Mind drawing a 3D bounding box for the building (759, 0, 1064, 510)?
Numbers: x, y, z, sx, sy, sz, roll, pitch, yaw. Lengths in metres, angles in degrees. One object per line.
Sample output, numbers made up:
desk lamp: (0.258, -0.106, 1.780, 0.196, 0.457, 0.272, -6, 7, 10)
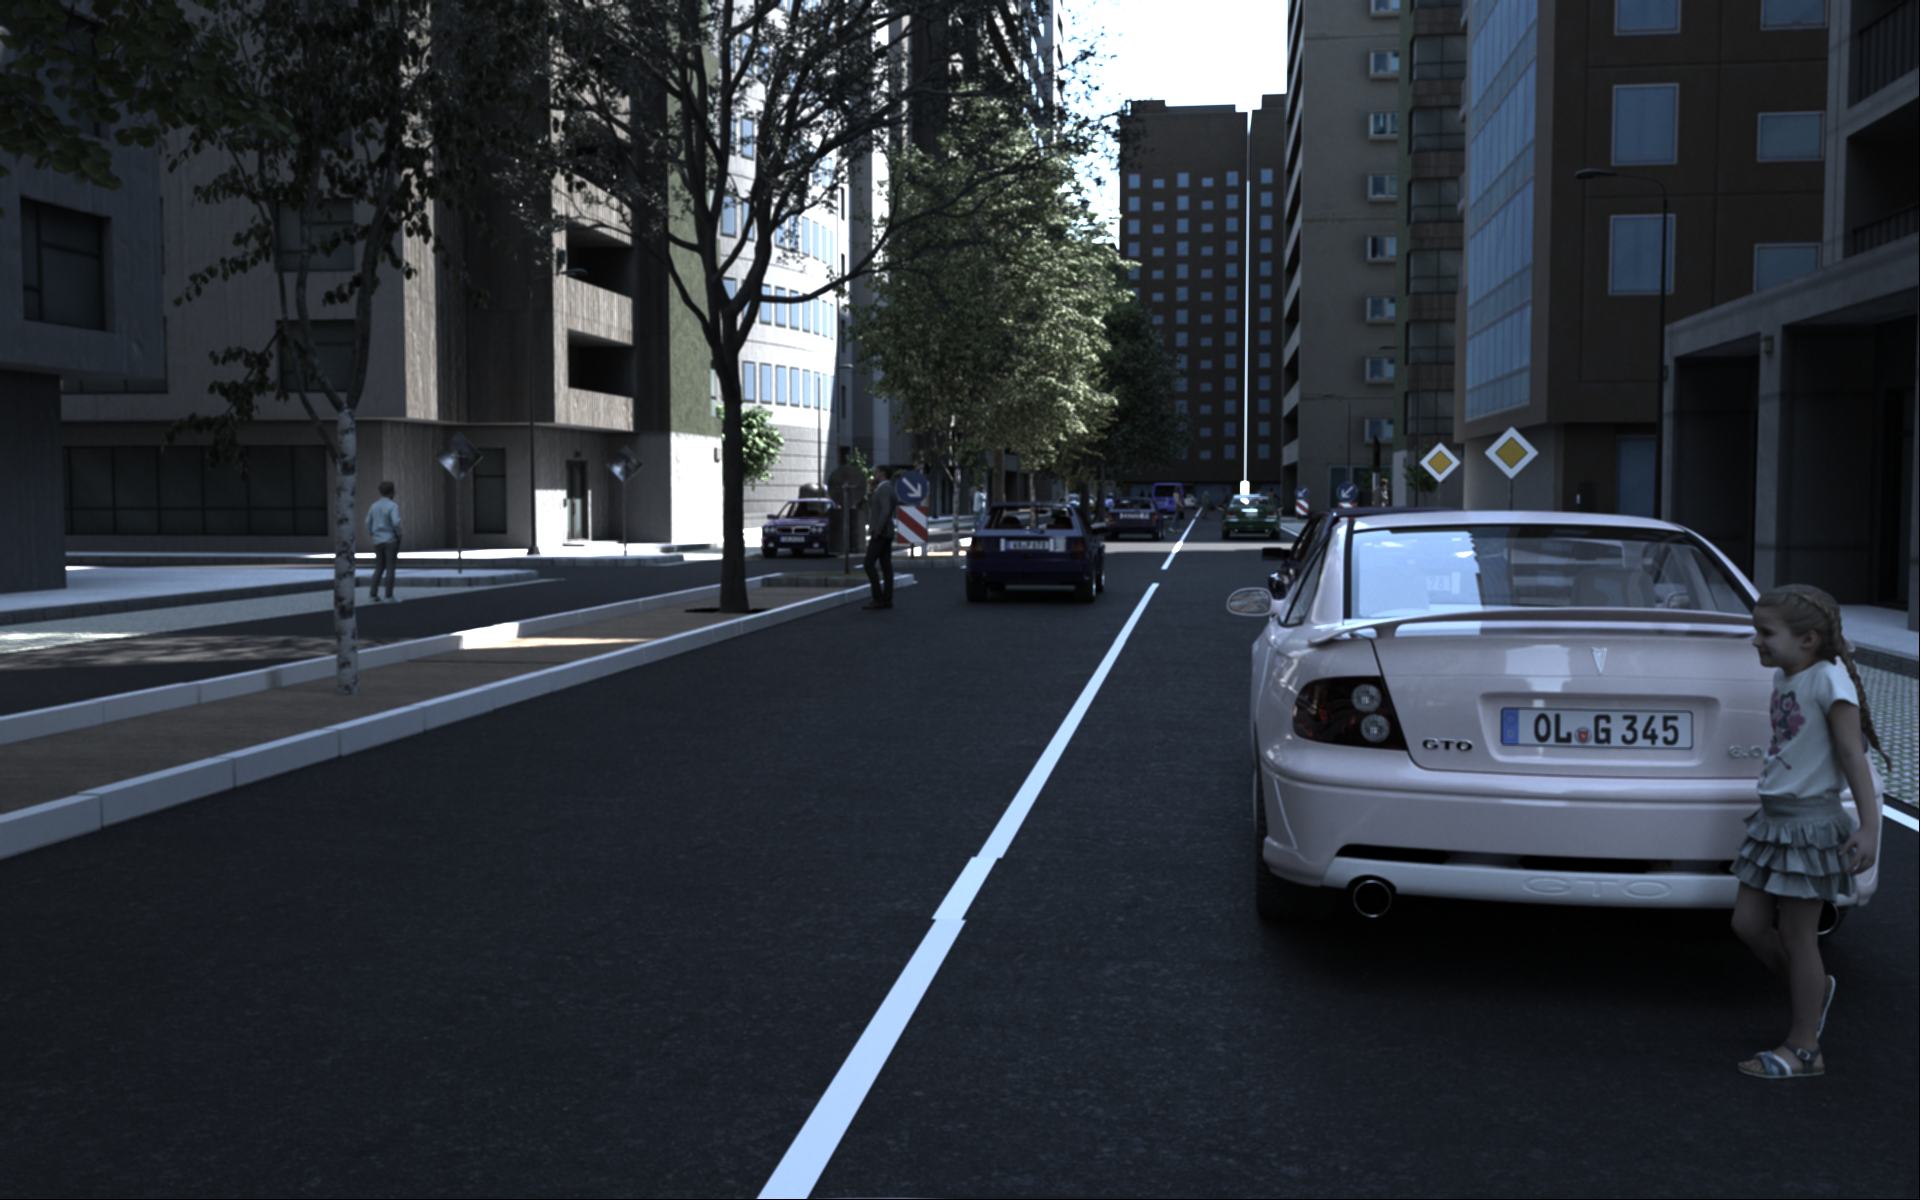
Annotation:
building: (-3.862, -38.756, 175.651, 28.212, 58.520, 21.231, 1, 4, 8)

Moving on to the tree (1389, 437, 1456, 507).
tree: (15.871, -3.953, 59.231, 1.663, 3.219, 1.824, 0, 3, 0)

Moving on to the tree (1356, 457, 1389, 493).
tree: (18.755, -5.133, 78.531, 1.663, 3.219, 1.824, 0, 3, 0)

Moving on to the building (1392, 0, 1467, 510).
building: (24.070, -18.099, 67.619, 14.160, 30.474, 14.107, 1, 4, 8)

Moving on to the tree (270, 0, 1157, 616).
tree: (-2.710, -6.573, 20.302, 12.009, 13.543, 11.850, 0, 3, 0)

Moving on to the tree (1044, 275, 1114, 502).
tree: (2.258, -6.121, 52.897, 4.737, 8.622, 4.395, 0, 3, 0)

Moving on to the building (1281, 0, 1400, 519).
building: (29.117, -28.821, 94.927, 21.300, 48.544, 21.600, 1, 4, 8)

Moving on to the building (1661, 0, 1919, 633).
building: (18.891, -35.079, 11.799, 20.563, 71.187, 20.611, 1, 4, 8)

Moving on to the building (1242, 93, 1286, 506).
building: (39.844, -33.404, 196.266, 14.200, 45.320, 14.600, 1, 4, 8)

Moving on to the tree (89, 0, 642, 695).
tree: (-4.351, -3.640, 12.332, 4.360, 8.622, 3.978, 0, 3, 0)

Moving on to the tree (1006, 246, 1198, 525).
tree: (5.615, -9.677, 77.687, 9.611, 12.733, 9.660, 0, 3, 0)

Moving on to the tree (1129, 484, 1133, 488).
tree: (7.881, -8.679, 94.727, 4.737, 8.622, 4.395, 0, 3, 0)

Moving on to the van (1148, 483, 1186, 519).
van: (12.116, -5.914, 101.071, 2.240, 2.365, 5.245, 0, 4, 6)

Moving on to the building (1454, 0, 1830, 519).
building: (19.623, -23.778, 38.875, 14.200, 45.320, 14.600, 1, 4, 8)

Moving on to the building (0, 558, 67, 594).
building: (-18.483, -15.204, 20.292, 14.107, 30.474, 14.160, 1, 4, 8)

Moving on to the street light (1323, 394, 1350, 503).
street light: (17.557, -6.611, 80.633, 1.470, 5.913, 1.316, 1, 4, 8)

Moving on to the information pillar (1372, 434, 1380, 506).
information pillar: (16.224, -4.658, 67.520, 0.183, 3.616, 0.504, 3, 4, 37)

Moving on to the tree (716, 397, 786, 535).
tree: (-7.160, -4.350, 54.842, 4.285, 4.588, 4.351, 0, 3, 0)

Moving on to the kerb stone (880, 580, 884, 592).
kerb stone: (-1.171, -0.179, 25.170, 0.120, 0.150, 1.000, 1, 4, 8)

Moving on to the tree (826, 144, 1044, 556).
tree: (-0.745, -5.074, 35.775, 4.737, 8.622, 4.395, 0, 3, 0)

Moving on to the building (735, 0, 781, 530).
building: (-15.884, -32.389, 71.559, 21.231, 58.520, 28.212, 1, 4, 8)

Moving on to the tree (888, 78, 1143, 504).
tree: (0.986, -7.713, 46.687, 7.486, 12.596, 7.792, 0, 3, 0)

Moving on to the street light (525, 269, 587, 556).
street light: (-8.381, -3.879, 35.965, 1.470, 5.913, 1.316, 1, 4, 8)

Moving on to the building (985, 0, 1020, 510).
building: (-7.495, -30.525, 122.783, 21.300, 48.544, 21.600, 1, 4, 8)

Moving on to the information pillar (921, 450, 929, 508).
information pillar: (-1.865, -6.183, 92.451, 0.504, 3.616, 0.183, -3, 5, -44)

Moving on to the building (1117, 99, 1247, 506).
building: (25.671, -33.592, 199.332, 14.200, 45.320, 14.600, 1, 4, 8)

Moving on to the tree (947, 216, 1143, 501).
tree: (2.740, -8.177, 61.910, 9.928, 11.665, 9.643, 0, 3, 0)

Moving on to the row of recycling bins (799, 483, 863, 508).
row of recycling bins: (-5.106, -3.620, 66.299, 1.069, 1.692, 3.534, 2, 4, 25)

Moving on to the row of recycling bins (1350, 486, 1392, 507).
row of recycling bins: (20.424, -4.701, 83.973, 3.534, 1.692, 1.069, 2, 4, 35)

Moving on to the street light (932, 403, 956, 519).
street light: (-0.737, -7.122, 88.984, 1.470, 5.913, 1.316, 1, 4, 8)

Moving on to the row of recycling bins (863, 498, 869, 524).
row of recycling bins: (-3.955, -4.260, 76.769, 1.069, 1.692, 3.534, 1, 4, 11)

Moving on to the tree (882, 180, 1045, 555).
tree: (-0.079, -5.355, 40.367, 4.360, 8.622, 3.978, 0, 3, 0)

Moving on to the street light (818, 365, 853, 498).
street light: (-4.548, -5.503, 62.516, 1.470, 5.913, 1.316, 1, 4, 8)

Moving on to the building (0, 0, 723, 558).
building: (-14.710, -16.583, 42.841, 14.160, 30.474, 14.107, 1, 4, 8)

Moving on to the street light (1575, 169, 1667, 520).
street light: (9.502, -3.201, 24.883, 1.470, 5.913, 1.316, 1, 4, 8)

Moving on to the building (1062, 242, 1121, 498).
building: (11.517, -26.245, 200.800, 14.107, 30.474, 14.160, 1, 4, 8)

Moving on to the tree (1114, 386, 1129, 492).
tree: (4.387, -7.162, 69.926, 4.737, 8.622, 4.395, 0, 3, 0)

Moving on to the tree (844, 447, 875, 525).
tree: (-4.349, -4.676, 71.056, 1.663, 3.219, 1.824, 0, 3, 0)

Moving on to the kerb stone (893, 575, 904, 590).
kerb stone: (-1.029, -0.244, 26.192, 0.120, 0.150, 1.000, 1, 4, 8)

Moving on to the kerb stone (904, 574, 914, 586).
kerb stone: (-0.871, -0.303, 27.206, 0.120, 0.150, 1.000, 1, 4, 8)

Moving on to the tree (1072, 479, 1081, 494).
tree: (12.640, -11.778, 187.165, 1.663, 3.219, 1.824, 0, 3, 0)

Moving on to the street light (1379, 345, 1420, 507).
street light: (13.772, -4.994, 54.192, 1.470, 5.913, 1.316, 1, 4, 8)

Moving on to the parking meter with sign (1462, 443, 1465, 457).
parking meter with sign: (16.968, -3.645, 55.864, 0.543, 3.016, 1.738, -1, 4, -23)

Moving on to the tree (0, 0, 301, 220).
tree: (-4.771, -5.186, 5.368, 7.486, 12.596, 7.792, 0, 3, 0)

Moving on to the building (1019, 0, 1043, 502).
building: (-4.759, -32.356, 148.622, 23.786, 49.044, 30.456, 1, 4, 8)

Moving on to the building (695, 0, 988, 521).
building: (-6.215, -20.106, 100.431, 14.160, 30.474, 14.107, 1, 4, 8)
